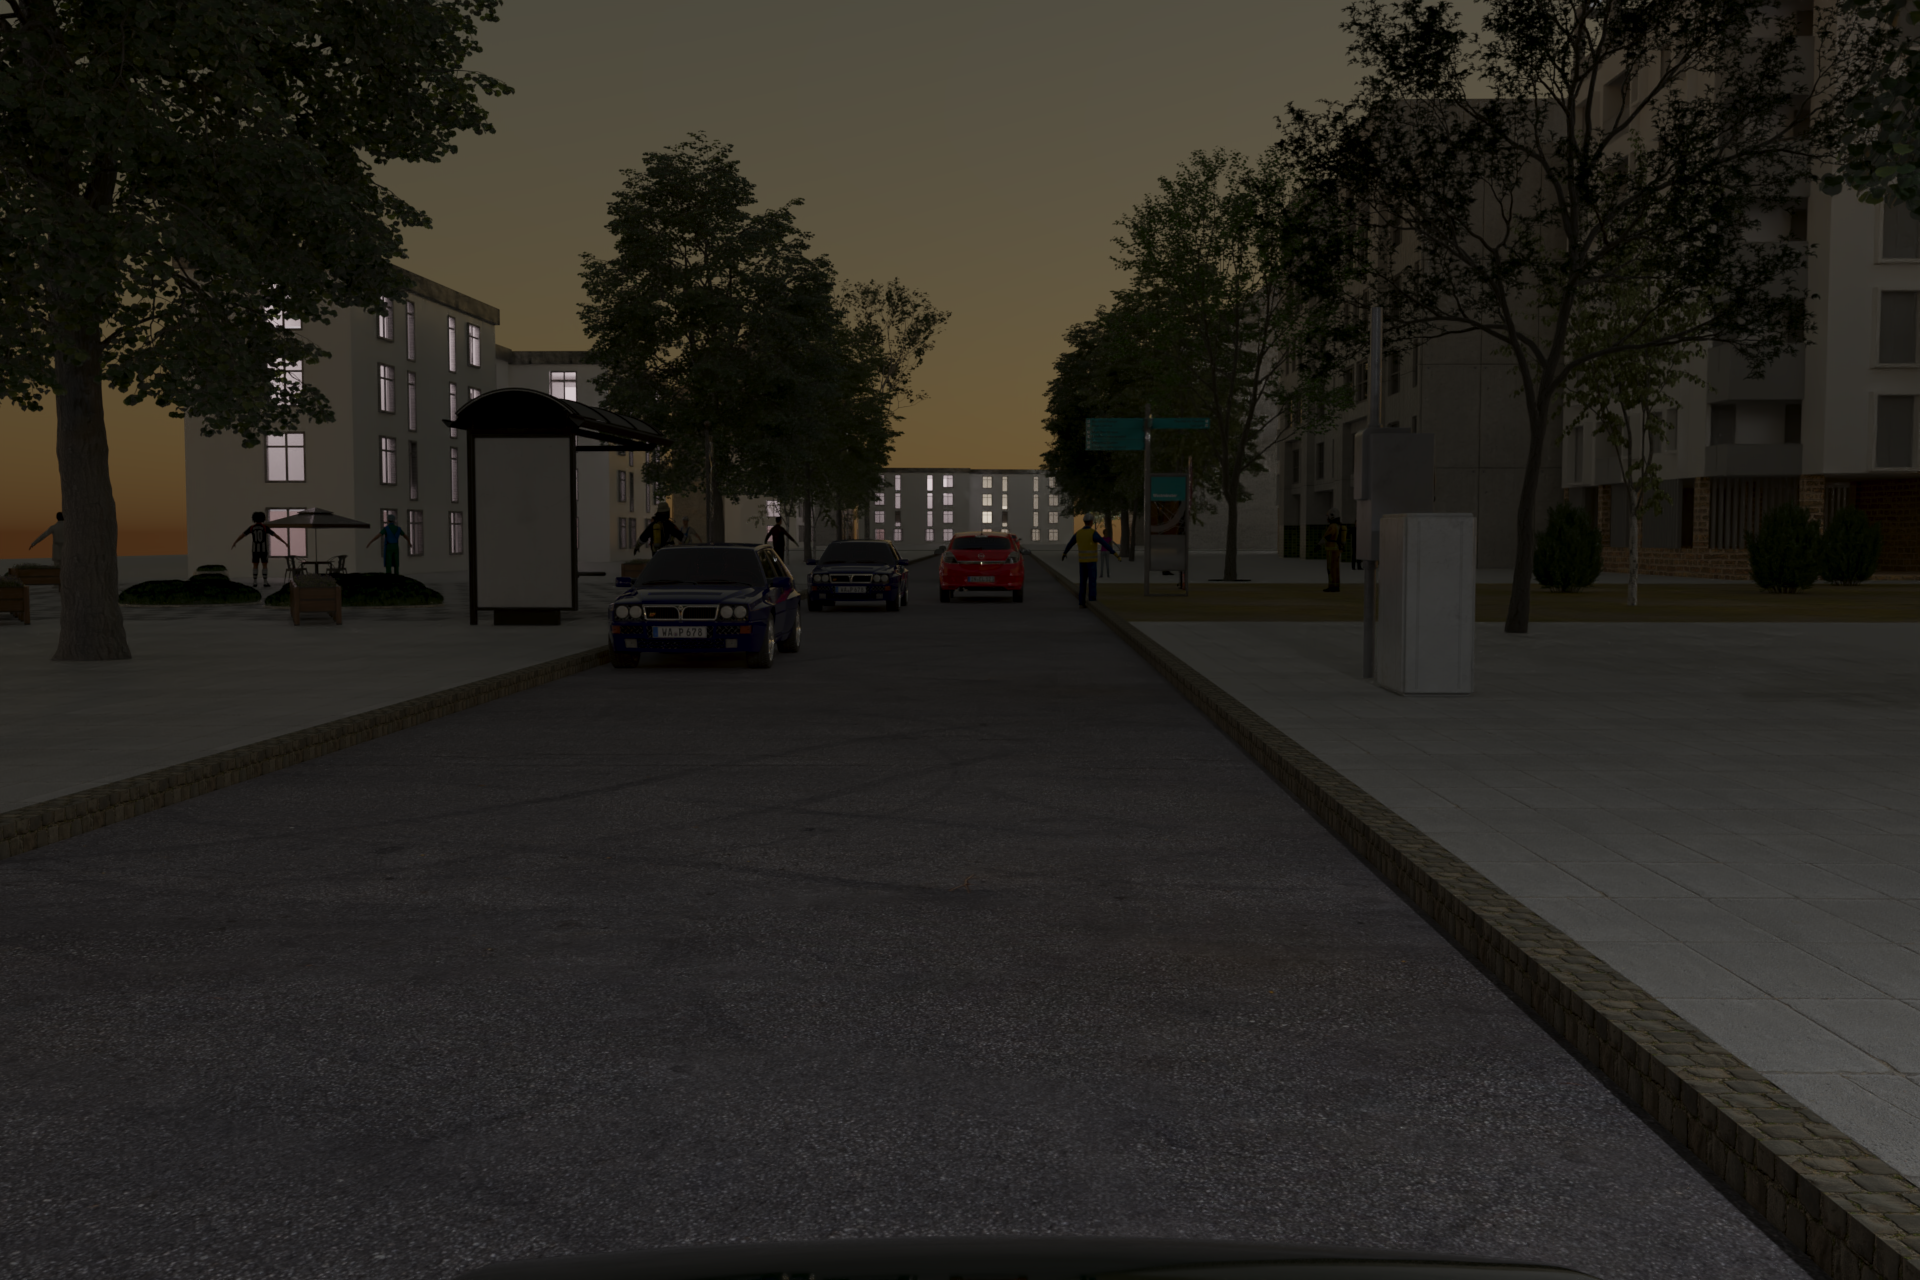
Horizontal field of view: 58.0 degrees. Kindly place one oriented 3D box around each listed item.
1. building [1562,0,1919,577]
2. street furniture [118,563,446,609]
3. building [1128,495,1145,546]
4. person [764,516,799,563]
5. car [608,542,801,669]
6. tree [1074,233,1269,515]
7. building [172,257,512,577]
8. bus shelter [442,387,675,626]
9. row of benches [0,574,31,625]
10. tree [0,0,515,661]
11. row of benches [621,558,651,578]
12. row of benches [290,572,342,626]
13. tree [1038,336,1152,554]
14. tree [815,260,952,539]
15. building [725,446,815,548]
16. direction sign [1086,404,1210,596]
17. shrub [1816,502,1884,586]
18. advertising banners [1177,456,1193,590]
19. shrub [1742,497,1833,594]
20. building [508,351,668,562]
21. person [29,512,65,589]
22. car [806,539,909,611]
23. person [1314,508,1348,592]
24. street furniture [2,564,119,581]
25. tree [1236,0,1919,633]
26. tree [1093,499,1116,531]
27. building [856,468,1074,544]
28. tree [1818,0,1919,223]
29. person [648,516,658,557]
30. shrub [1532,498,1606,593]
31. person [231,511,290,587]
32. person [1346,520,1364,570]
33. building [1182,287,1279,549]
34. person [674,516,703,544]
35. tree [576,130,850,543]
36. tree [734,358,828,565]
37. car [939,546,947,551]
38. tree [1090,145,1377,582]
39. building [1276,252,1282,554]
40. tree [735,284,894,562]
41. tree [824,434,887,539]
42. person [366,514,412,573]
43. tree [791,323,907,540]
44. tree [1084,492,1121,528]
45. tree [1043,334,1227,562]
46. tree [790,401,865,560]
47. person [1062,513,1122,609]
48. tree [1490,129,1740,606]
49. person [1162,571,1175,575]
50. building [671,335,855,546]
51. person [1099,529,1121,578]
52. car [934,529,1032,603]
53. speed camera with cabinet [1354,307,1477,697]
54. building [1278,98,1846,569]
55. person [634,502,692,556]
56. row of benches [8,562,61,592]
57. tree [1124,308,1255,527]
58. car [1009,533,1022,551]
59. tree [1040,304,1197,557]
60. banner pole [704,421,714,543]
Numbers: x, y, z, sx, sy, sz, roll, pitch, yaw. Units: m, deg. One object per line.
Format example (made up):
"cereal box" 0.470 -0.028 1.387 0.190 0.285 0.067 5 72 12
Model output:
"building" 26.693 -12.457 60.097 16.016 20.090 11.380 0 4 1
"street furniture" -13.031 -1.126 34.029 5.734 0.657 10.072 -1 4 -16
"building" 28.514 -22.347 196.301 19.493 23.208 18.063 0 4 2
"person" -5.358 -2.770 51.430 1.346 1.812 0.704 3 4 36
"car" -2.832 -0.434 19.682 1.945 1.354 3.894 0 4 1
"tree" 8.101 -9.055 66.182 7.486 12.596 7.792 0 3 0
"building" -21.697 -7.508 64.907 9.099 9.664 28.070 0 4 2
"bus shelter" -6.000 -2.006 26.725 2.014 3.302 5.546 0 4 3
"row of benches" -14.388 -0.638 25.897 1.422 0.672 4.104 -2 4 -31
"tree" -8.880 -6.764 17.251 9.857 13.997 8.962 0 3 0
"row of benches" -7.990 -1.810 45.063 1.422 0.672 4.104 0 4 5
"row of benches" -9.767 -0.656 26.188 1.422 0.672 4.104 -1 4 -22
"tree" 9.349 -12.403 109.439 9.857 13.997 8.962 0 3 0
"tree" -7.255 -16.151 119.959 12.611 20.169 13.585 0 3 0
"building" -18.550 -13.847 168.539 9.099 9.664 28.070 0 4 2
"direction sign" 3.824 -2.830 35.033 2.525 3.948 1.411 0 4 2
"shrub" 22.029 -2.382 42.982 1.661 2.075 1.752 0 3 0
"advertising banners" 5.150 -2.659 39.670 0.090 3.025 2.074 0 3 0
"shrub" 17.864 -2.042 37.425 1.661 2.075 1.752 0 3 0
"building" -20.282 -9.262 93.578 9.099 9.664 28.070 0 4 1
"person" -21.230 -2.124 40.913 1.347 1.806 0.705 -3 5 -39
"car" -1.931 -1.267 33.298 1.945 1.354 3.894 0 4 1
"person" 8.265 -1.998 38.430 0.705 1.858 1.354 3 4 37
"street furniture" -27.943 -1.832 45.573 10.072 0.657 5.734 1 4 12
"tree" 7.369 -5.351 21.899 8.767 10.594 7.601 -2 4 -26
"tree" 9.911 -10.687 125.099 4.360 8.622 3.978 0 3 0
"building" 0.695 -16.872 220.456 28.070 9.664 9.099 0 4 -6
"tree" 6.887 -6.127 6.840 9.857 13.997 8.962 0 3 0
"person" -8.879 -2.700 50.340 0.705 1.806 1.347 -1 4 -15
"shrub" 13.231 -2.063 37.775 1.661 2.075 1.752 0 3 0
"person" -16.948 -2.189 41.939 1.345 1.843 0.704 -1 4 -11
"person" 14.212 -3.408 61.942 1.346 1.802 0.704 -1 4 -19
"building" 27.372 -19.978 157.571 19.493 23.208 18.063 0 4 2
"person" -8.745 -3.014 55.142 1.347 1.847 0.705 1 4 19
"tree" -7.771 -9.098 55.405 9.857 13.997 8.962 0 3 0
"tree" -7.094 -7.404 71.418 4.360 8.622 3.978 0 3 0
"car" 0.402 -2.542 53.360 2.131 1.459 4.920 0 4 1
"tree" 7.347 -7.394 46.646 9.928 11.665 9.643 0 3 0
"building" 25.144 -15.414 108.433 16.016 20.090 11.380 0 4 1
"tree" -6.890 -9.817 78.639 7.486 12.596 7.792 0 3 0
"tree" -7.027 -9.410 104.218 4.360 8.622 3.978 0 3 0
"person" -15.432 -2.498 46.971 0.704 1.817 1.347 3 5 41
"tree" -6.705 -10.731 93.574 7.486 12.596 7.792 0 3 0
"tree" 19.426 -18.446 219.715 7.486 12.596 7.792 0 3 0
"tree" 8.069 -8.925 80.329 8.767 10.594 7.601 -1 4 -12
"tree" -6.982 -8.267 85.522 4.737 8.622 4.395 0 3 0
"person" 2.483 -1.523 33.322 1.349 1.833 0.705 3 4 37
"tree" 11.834 -4.917 30.749 4.737 8.622 4.395 0 3 0
"person" 6.466 -2.918 53.835 0.705 1.813 1.348 3 4 36
"building" -22.030 -22.426 197.594 19.493 23.208 18.063 0 4 1
"person" 4.258 -2.552 50.998 0.991 1.433 0.599 0 4 -5
"car" 0.489 -1.755 37.738 2.155 1.783 4.494 0 4 1
"speed camera with cabinet" 3.800 -1.235 14.524 0.660 3.252 2.038 0 4 2
"building" 25.594 -13.002 79.046 16.747 18.905 31.486 0 4 1
"person" -5.271 -1.537 30.906 1.354 1.856 0.705 1 4 21
"row of benches" -21.192 -1.297 36.671 4.104 0.672 1.422 -3 5 -40
"tree" 7.586 -6.546 57.386 4.737 8.622 4.395 0 3 0
"car" 3.556 -7.378 129.668 2.155 1.783 4.494 0 4 0
"tree" 9.032 -11.511 94.852 9.857 13.997 8.962 0 3 0
"banner pole" -5.574 -2.971 38.594 0.401 3.779 0.863 0 4 3
